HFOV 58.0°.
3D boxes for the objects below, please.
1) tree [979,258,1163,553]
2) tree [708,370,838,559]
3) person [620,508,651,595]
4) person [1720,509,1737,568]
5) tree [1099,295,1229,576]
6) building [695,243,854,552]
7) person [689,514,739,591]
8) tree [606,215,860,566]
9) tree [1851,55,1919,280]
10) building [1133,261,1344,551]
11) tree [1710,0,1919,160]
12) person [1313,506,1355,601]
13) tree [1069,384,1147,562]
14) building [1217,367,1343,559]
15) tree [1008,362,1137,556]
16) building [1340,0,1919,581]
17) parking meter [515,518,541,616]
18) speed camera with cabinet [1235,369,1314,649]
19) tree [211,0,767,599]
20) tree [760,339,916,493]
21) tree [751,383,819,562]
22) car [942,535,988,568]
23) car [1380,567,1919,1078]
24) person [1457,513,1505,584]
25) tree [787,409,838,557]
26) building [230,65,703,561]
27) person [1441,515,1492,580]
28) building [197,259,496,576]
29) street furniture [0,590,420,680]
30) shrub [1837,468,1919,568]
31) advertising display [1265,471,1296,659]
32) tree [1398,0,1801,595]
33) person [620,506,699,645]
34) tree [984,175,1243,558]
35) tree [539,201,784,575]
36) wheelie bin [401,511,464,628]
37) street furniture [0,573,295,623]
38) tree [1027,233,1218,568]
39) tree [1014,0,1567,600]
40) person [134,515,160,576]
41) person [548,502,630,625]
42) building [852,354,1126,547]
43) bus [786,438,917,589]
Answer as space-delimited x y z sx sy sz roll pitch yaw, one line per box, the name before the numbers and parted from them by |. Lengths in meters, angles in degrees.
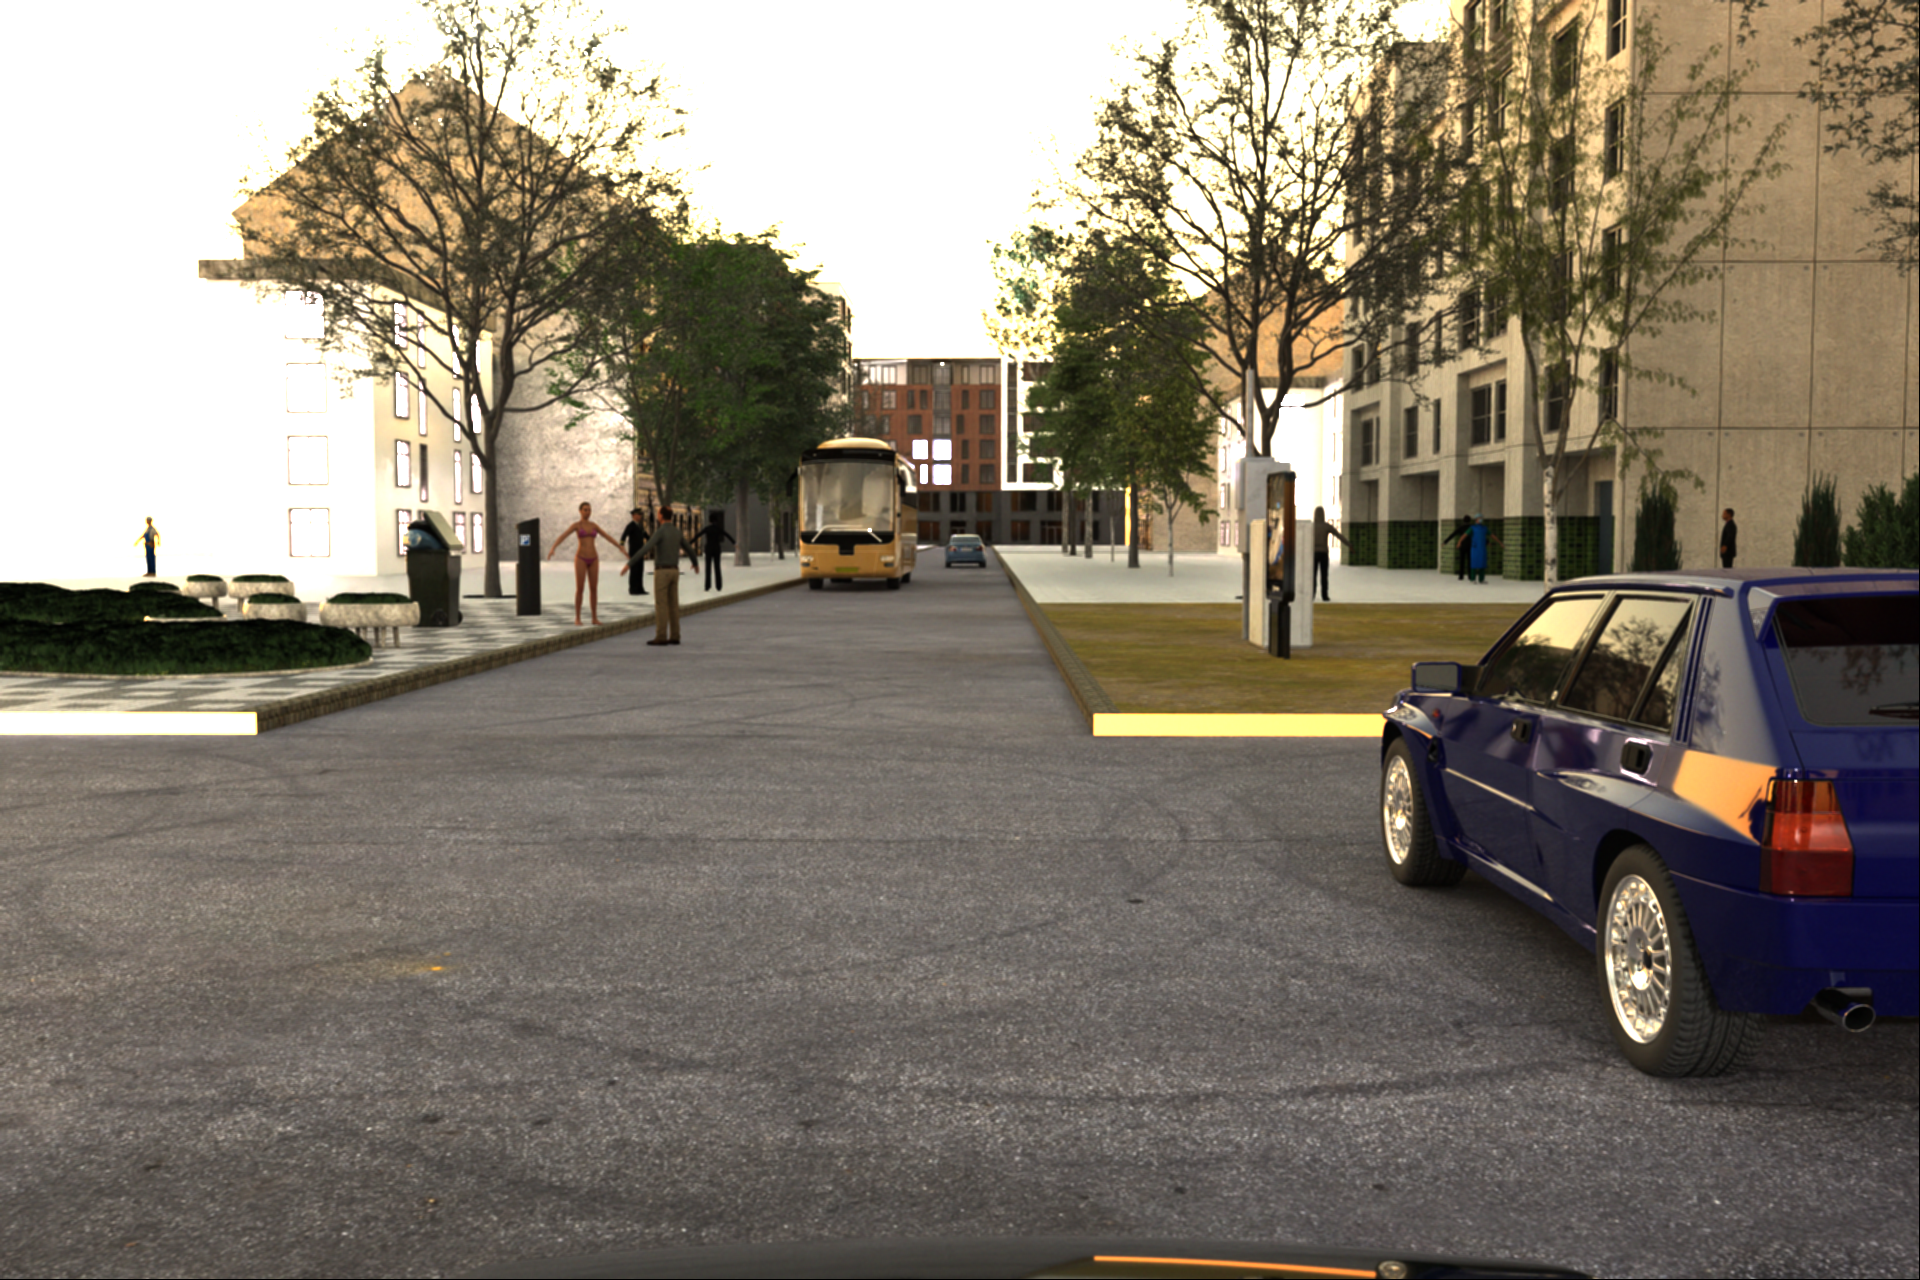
tree | 8.364 -15.821 114.564 12.611 20.169 13.585 0 3 0
tree | -9.363 -9.353 87.338 7.601 10.594 8.767 0 4 3
person | -6.818 -1.878 36.646 0.705 1.837 1.347 2 4 26
person | 15.672 -1.785 35.414 0.704 1.802 1.346 1 4 23
tree | 6.312 -6.222 52.085 4.737 8.622 4.395 0 3 0
building | -23.675 -18.011 138.453 27.936 21.610 32.646 0 4 1
person | -5.599 -1.983 39.147 1.216 1.740 0.721 -1 4 -18
tree | -8.795 -9.916 68.788 9.857 13.997 8.962 0 3 0
tree | 19.617 -7.153 27.327 12.009 13.543 11.850 0 3 0
building | 23.967 -18.938 140.564 19.493 23.208 18.063 0 4 1
tree | 8.643 -6.129 10.583 12.009 13.543 11.850 0 3 0
person | 6.907 -1.662 33.303 1.348 1.813 0.705 1 4 14
tree | 7.146 -7.951 80.365 4.360 8.622 3.978 0 3 0
building | 20.036 -9.202 92.600 9.099 9.664 28.070 0 4 1
tree | 6.716 -10.818 102.625 9.928 11.665 9.643 0 3 0
building | 23.863 -11.543 55.191 16.747 18.905 31.486 0 4 1
parking meter | -6.810 -1.156 27.308 0.372 1.533 0.369 0 3 0
speed camera with cabinet | 3.670 -1.584 20.229 0.660 3.252 2.038 0 4 0
tree | -9.423 -7.580 34.309 12.009 13.543 11.850 0 3 0
tree | -8.367 -12.144 108.927 12.009 13.543 11.850 0 3 0
tree | -8.487 -7.953 80.388 4.737 8.622 4.395 0 3 0
car | 0.230 -3.856 75.048 2.014 1.417 4.499 0 4 -1
car | 2.644 0.408 5.910 1.945 1.354 3.894 0 4 0
person | 13.427 -2.364 44.784 1.347 1.817 0.704 -1 4 -13
tree | -8.808 -8.875 95.461 4.737 8.622 4.395 0 3 0
building | -24.323 -15.873 90.453 19.493 23.208 18.063 0 4 1
person | 14.167 -2.585 48.448 1.347 1.806 0.705 1 4 16
building | -22.452 -7.638 67.033 9.099 9.664 28.070 0 4 0
street furniture | -10.689 -0.141 17.931 10.072 0.657 5.734 0 4 6
shrub | 11.324 -1.015 20.633 1.661 2.075 1.752 0 3 0
advertising display | 3.350 -0.789 18.121 0.123 1.923 0.974 0 4 -1
tree | 6.884 -4.268 20.151 4.360 8.622 3.978 0 3 0
person | -3.819 -0.837 22.409 0.705 1.796 1.348 3 4 36
tree | 7.943 -14.349 90.499 12.611 20.169 13.585 0 3 0
tree | -9.426 -7.893 54.804 9.928 11.665 9.643 0 3 0
wheelie bin | -7.292 -0.980 23.936 0.693 1.594 0.980 0 4 3
street furniture | -15.701 -0.740 27.719 10.072 0.657 5.734 1 4 22
tree | 6.243 -9.018 65.579 7.486 12.596 7.792 0 3 0
tree | 5.946 -7.541 33.660 12.009 13.543 11.850 0 3 0
person | -24.593 -2.855 52.536 1.347 1.847 0.705 2 4 35
person | -5.231 -1.076 24.389 1.217 1.733 0.721 -2 4 -35
building | 2.898 -22.198 209.368 32.646 21.610 27.936 0 4 2
bus | -2.689 -3.463 48.161 2.896 3.916 12.252 0 4 1
